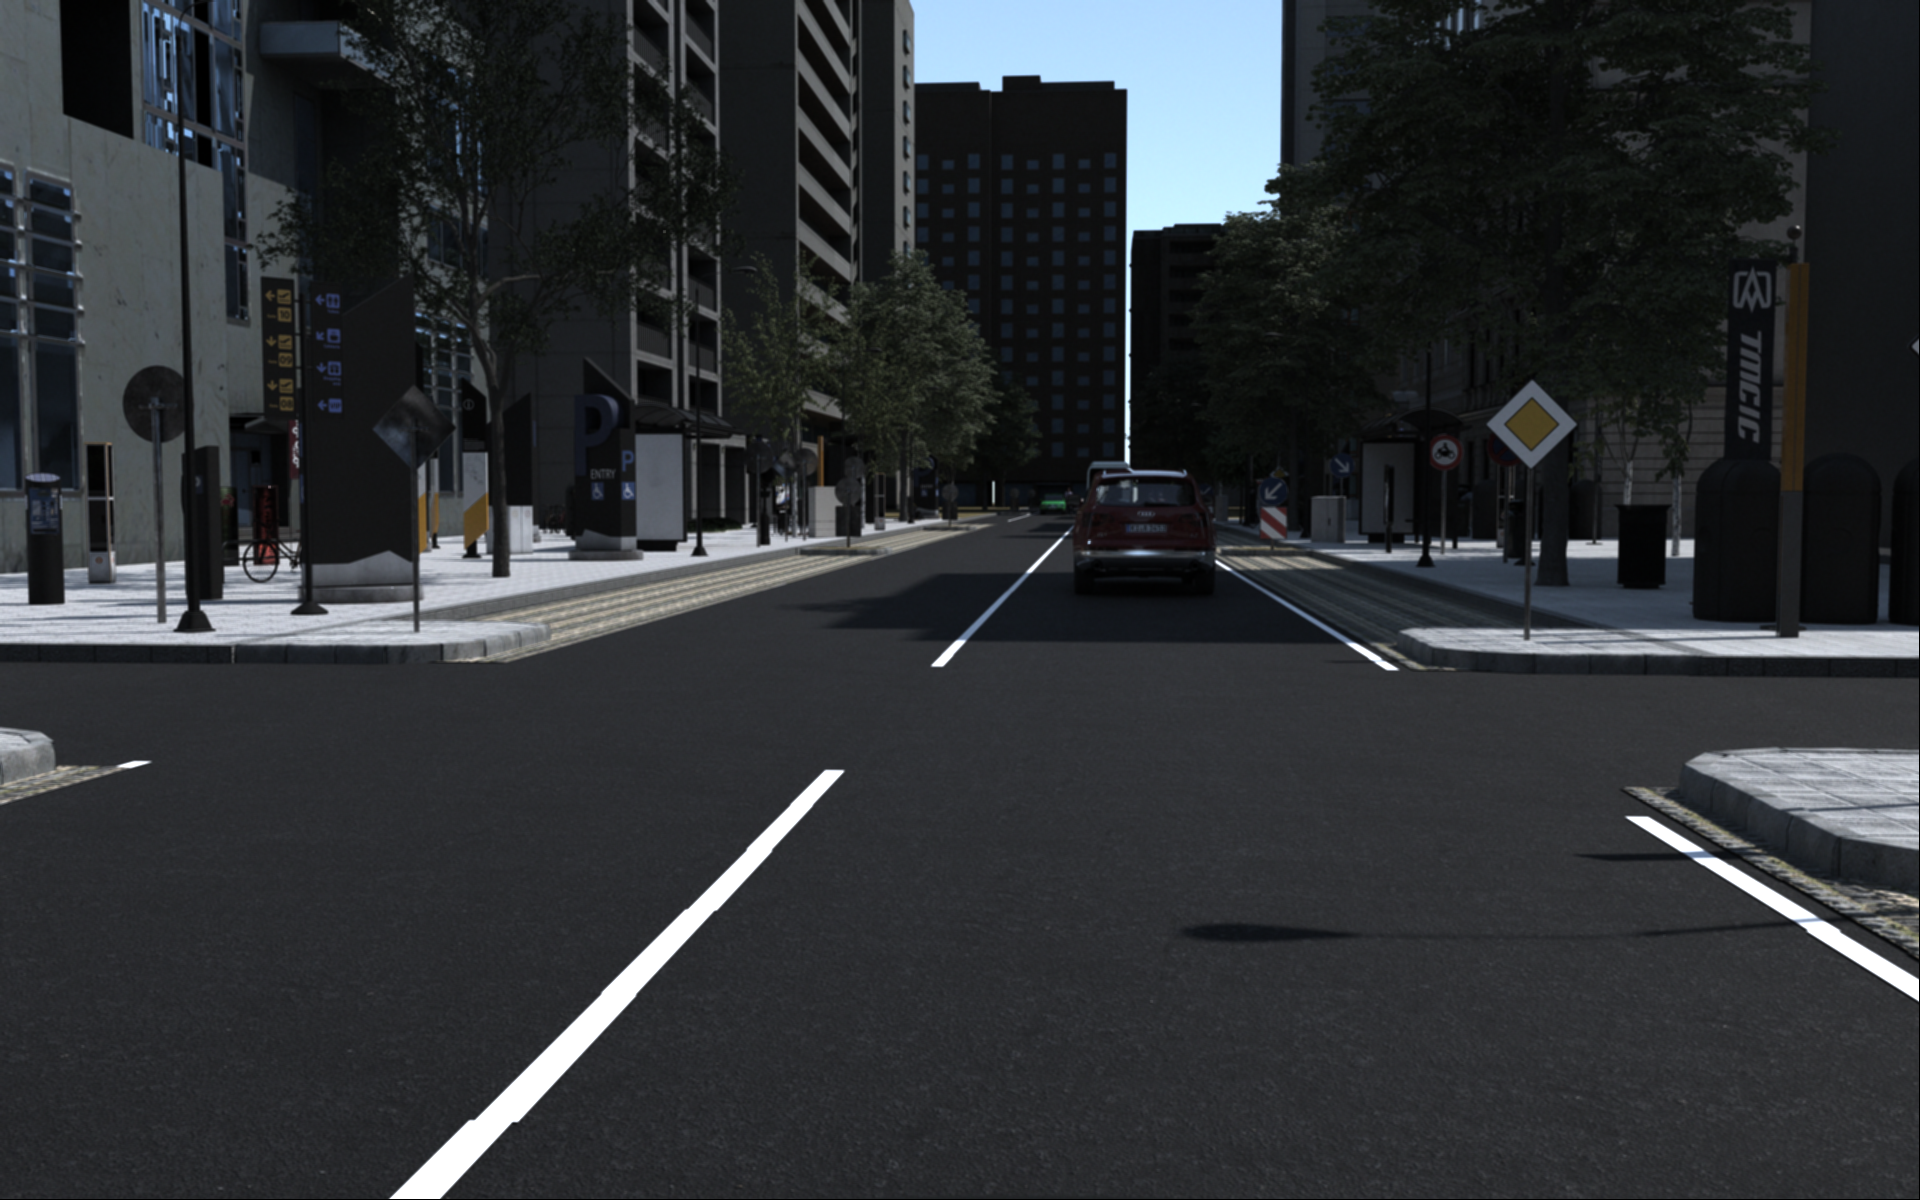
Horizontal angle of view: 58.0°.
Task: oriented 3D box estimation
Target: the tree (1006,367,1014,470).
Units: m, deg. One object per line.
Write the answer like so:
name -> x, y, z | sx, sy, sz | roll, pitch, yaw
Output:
tree -> -1.288, -10.805, 94.796 | 7.486, 12.596, 7.792 | 0, 3, 0

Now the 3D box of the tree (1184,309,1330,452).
tree -> 13.955, -8.971, 81.094 | 7.601, 10.594, 8.767 | 1, 4, 13

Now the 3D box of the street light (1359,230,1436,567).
street light -> 7.663, -3.538, 30.384 | 1.470, 5.913, 1.316 | 0, 4, 5

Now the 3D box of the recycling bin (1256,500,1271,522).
recycling bin -> 13.696, -4.053, 78.814 | 0.722, 1.027, 0.722 | -1, 4, -19

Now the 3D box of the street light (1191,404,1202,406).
street light -> 12.594, -7.151, 89.452 | 1.470, 5.913, 1.316 | 0, 4, 5

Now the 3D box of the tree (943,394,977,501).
tree -> -0.668, -9.512, 105.879 | 4.737, 8.622, 4.395 | 0, 3, 0

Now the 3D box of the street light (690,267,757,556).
street light -> -4.854, -3.858, 35.627 | 1.470, 5.913, 1.316 | 0, 4, 5

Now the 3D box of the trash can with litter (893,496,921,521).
trash can with litter -> -2.686, -4.445, 83.731 | 1.678, 1.210, 2.233 | 2, 4, 26

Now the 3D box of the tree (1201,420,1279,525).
tree -> 11.812, -5.473, 73.193 | 4.285, 4.588, 4.351 | 0, 3, 0

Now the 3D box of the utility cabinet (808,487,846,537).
utility cabinet -> -3.969, -2.593, 51.078 | 0.318, 1.500, 1.173 | 3, 5, 40

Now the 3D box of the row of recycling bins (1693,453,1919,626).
row of recycling bins -> 9.244, -0.620, 17.253 | 3.534, 1.692, 1.069 | 1, 4, 14

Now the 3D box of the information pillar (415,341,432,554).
information pillar -> -7.318, -1.927, 22.854 | 0.504, 3.616, 0.183 | -3, 4, -37

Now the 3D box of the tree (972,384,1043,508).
tree -> 3.927, -14.485, 162.579 | 9.928, 11.665, 9.643 | 0, 3, 0

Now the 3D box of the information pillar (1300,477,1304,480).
information pillar -> 14.356, -4.185, 72.914 | 0.304, 2.012, 0.304 | 0, 4, 0

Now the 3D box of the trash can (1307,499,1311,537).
trash can -> 10.570, -2.432, 51.419 | 0.748, 1.137, 0.748 | 0, 3, 0

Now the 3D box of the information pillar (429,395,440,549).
information pillar -> -12.361, -3.018, 40.699 | 0.183, 3.616, 0.504 | -2, 4, -29

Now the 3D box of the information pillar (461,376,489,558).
information pillar -> -9.673, -2.639, 34.506 | 0.504, 3.616, 0.183 | 0, 4, 1

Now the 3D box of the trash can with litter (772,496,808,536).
trash can with litter -> -4.895, -2.580, 53.241 | 1.678, 1.210, 2.233 | -3, 4, -39

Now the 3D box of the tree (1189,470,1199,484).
tree -> 17.939, -8.595, 135.123 | 1.663, 3.219, 1.824 | 0, 3, 0

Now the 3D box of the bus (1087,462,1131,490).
bus -> 9.194, -6.739, 105.038 | 2.948, 3.499, 13.247 | 0, 4, 6

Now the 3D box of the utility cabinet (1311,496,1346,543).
utility cabinet -> 9.776, -2.132, 46.017 | 0.306, 1.237, 1.020 | -2, 4, -32

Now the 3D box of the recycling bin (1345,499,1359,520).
recycling bin -> 19.261, -4.430, 84.977 | 0.722, 1.027, 0.722 | -1, 4, -20

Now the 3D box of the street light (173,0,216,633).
street light -> -6.611, -2.655, 15.947 | 1.470, 5.913, 1.316 | 0, 4, 5

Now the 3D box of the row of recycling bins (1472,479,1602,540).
row of recycling bins -> 16.356, -2.565, 49.057 | 3.534, 1.692, 1.069 | 0, 4, 4

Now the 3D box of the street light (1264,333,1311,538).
street light -> 9.459, -4.741, 50.061 | 1.470, 5.913, 1.316 | 0, 4, 5

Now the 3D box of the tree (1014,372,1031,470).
tree -> 1.834, -13.191, 133.800 | 7.486, 12.596, 7.792 | 0, 3, 0

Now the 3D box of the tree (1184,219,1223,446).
tree -> 11.392, -8.630, 59.223 | 7.486, 12.596, 7.792 | 0, 3, 0

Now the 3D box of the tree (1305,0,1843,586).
tree -> 8.214, -6.495, 24.327 | 7.486, 12.596, 7.792 | 0, 3, 0

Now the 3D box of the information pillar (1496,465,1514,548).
information pillar -> 12.966, -2.243, 41.167 | 0.304, 2.012, 0.304 | 3, 4, 37

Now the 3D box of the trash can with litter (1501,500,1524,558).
trash can with litter -> 11.154, -1.436, 34.873 | 0.624, 1.170, 1.055 | 1, 4, 11

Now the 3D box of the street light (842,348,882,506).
street light -> -3.190, -5.063, 55.314 | 1.470, 5.913, 1.316 | 0, 4, 5

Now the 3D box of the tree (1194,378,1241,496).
tree -> 15.591, -9.310, 102.576 | 4.360, 8.622, 3.978 | 0, 3, 0

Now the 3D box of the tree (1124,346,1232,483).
tree -> 19.036, -14.892, 150.146 | 9.857, 13.997, 8.962 | 0, 3, 0

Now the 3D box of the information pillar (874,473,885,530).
information pillar -> -2.838, -3.469, 61.217 | 0.304, 2.012, 0.304 | -1, 4, -22

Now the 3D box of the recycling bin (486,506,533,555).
recycling bin -> -9.644, -1.500, 37.073 | 0.722, 1.027, 0.722 | 2, 4, 32

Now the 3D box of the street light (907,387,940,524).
street light -> -1.588, -6.276, 75.147 | 1.470, 5.913, 1.316 | 0, 4, 5

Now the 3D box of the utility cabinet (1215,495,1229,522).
utility cabinet -> 12.145, -4.234, 80.383 | 0.306, 1.237, 1.020 | -1, 4, -10

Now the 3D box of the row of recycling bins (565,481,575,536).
row of recycling bins -> -10.491, -2.778, 52.528 | 3.534, 1.692, 1.069 | 2, 4, 25

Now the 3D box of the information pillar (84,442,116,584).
information pillar -> -12.312, -1.242, 24.806 | 0.304, 2.012, 0.304 | -1, 4, -12

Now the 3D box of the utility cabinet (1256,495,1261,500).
utility cabinet -> 14.852, -4.478, 84.372 | 1.020, 1.237, 0.306 | 1, 4, 9

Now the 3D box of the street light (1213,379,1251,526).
street light -> 11.006, -5.946, 69.758 | 1.470, 5.913, 1.316 | 0, 4, 5

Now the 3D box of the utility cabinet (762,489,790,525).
utility cabinet -> -7.617, -3.855, 71.704 | 1.173, 1.500, 0.318 | 1, 4, 21

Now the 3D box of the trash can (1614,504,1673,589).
trash can -> 9.263, -0.726, 23.519 | 0.748, 1.137, 0.748 | 0, 3, 0
